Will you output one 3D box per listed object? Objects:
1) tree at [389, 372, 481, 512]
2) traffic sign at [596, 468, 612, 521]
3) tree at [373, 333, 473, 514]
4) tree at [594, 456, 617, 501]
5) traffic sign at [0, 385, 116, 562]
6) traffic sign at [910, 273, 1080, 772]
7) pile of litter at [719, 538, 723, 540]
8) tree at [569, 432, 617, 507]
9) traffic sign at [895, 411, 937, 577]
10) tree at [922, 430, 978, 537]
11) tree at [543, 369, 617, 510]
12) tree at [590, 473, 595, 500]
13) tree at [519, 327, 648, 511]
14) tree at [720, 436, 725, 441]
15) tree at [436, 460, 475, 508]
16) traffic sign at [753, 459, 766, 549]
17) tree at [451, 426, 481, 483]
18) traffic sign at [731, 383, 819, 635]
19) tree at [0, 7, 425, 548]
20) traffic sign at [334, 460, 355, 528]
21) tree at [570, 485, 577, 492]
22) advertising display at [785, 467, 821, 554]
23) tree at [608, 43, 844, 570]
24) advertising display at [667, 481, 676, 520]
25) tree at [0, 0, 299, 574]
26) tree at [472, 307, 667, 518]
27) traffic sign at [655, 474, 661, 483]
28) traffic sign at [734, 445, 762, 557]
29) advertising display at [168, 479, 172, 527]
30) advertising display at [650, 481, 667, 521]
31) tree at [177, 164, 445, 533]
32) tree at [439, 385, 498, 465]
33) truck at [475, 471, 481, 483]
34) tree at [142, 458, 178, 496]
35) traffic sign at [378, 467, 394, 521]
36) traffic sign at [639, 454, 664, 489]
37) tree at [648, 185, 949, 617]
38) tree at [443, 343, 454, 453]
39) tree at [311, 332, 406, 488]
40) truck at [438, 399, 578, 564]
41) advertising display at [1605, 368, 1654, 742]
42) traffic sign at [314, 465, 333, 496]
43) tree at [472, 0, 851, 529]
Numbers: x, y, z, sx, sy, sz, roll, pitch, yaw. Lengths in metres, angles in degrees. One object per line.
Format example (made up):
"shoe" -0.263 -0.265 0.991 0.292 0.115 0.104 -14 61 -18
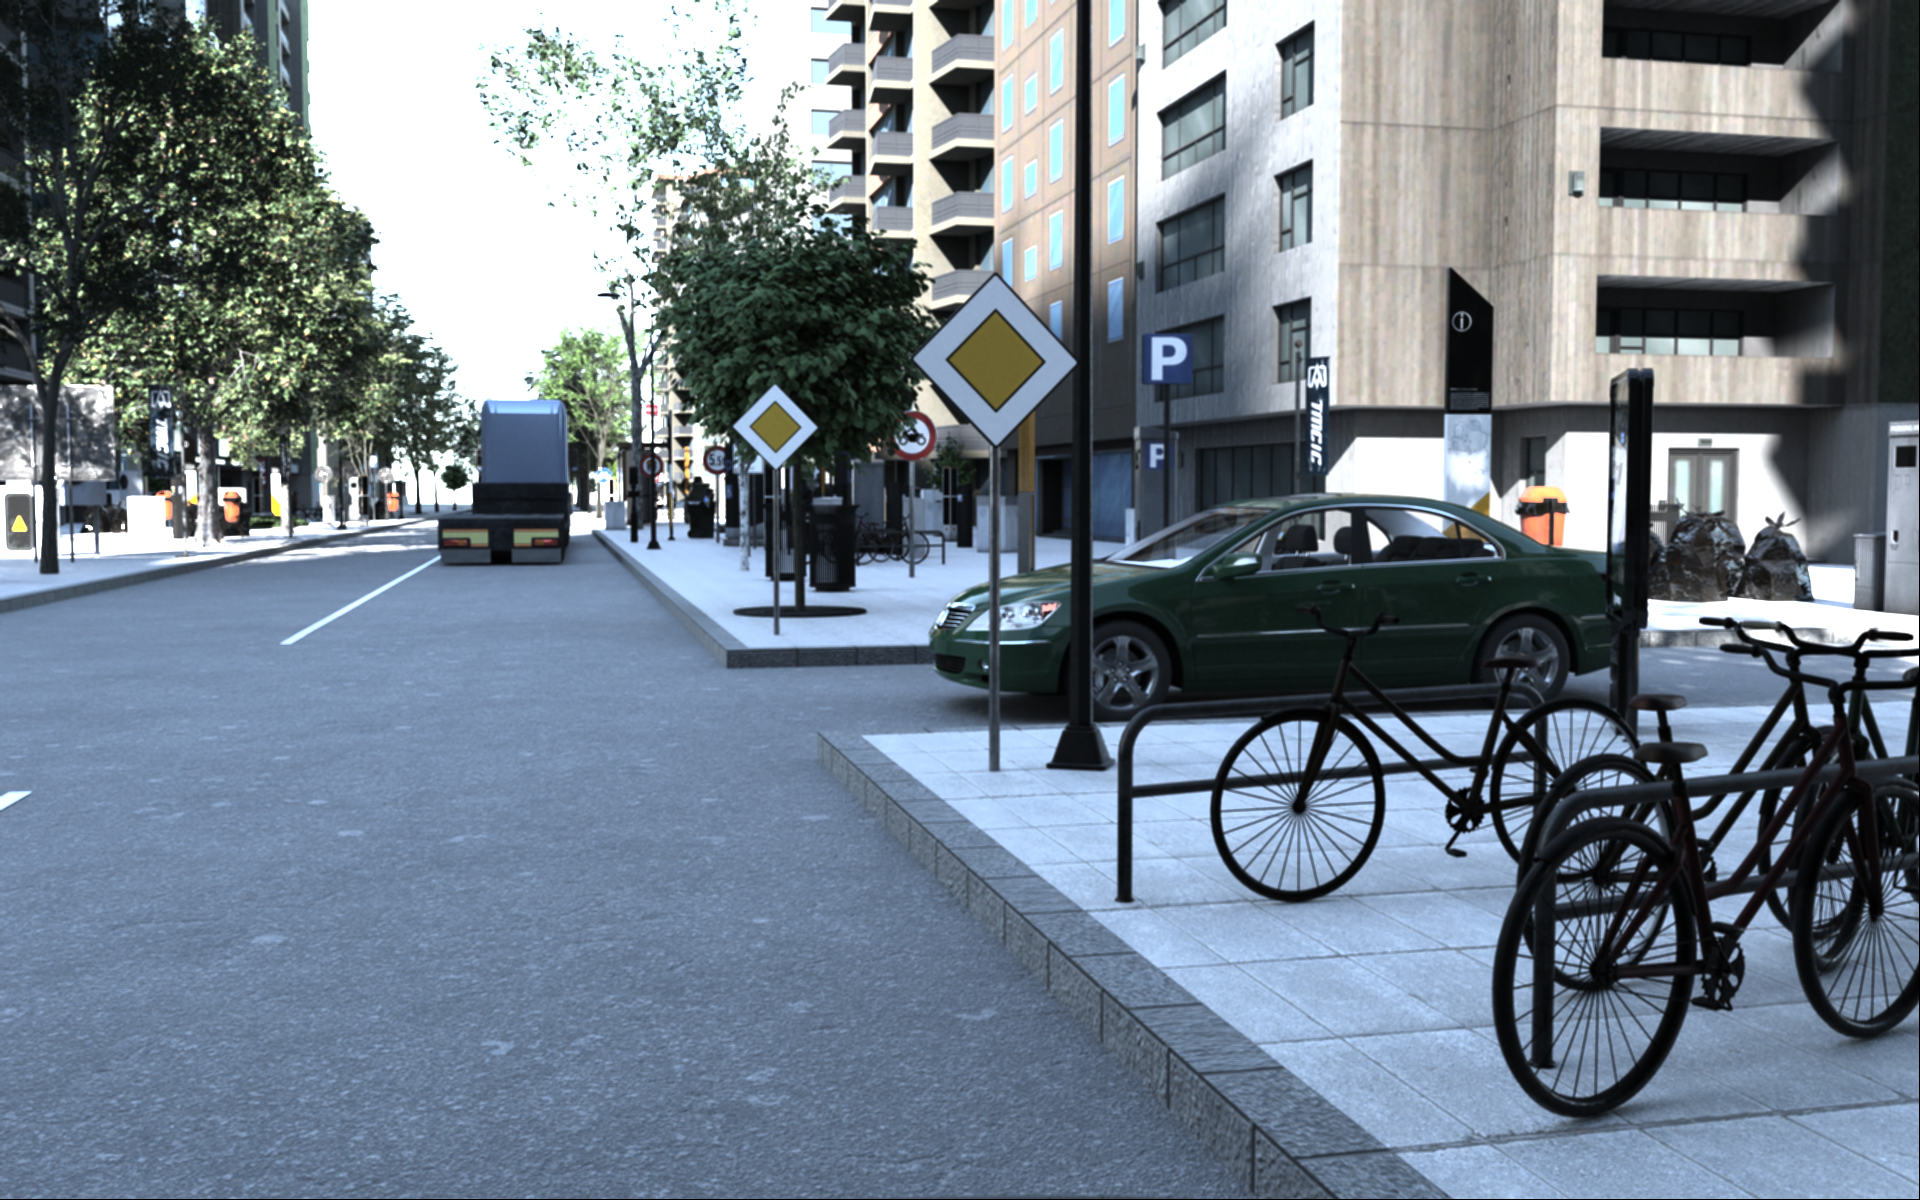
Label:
"tree" -37.630 -11.620 124.393 8.767 10.594 7.601 -1 4 -17
"traffic sign" -17.173 -5.106 83.588 0.768 2.556 0.104 -1 4 -12
"tree" -34.998 -11.331 111.022 9.928 11.665 9.643 0 3 0
"tree" -17.157 -5.636 86.748 1.663 3.219 1.824 0 3 0
"traffic sign" -17.016 -2.359 32.446 2.265 3.308 0.079 0 4 -8
"traffic sign" 0.156 -0.264 7.963 0.795 2.450 0.064 -1 4 -13
"pile of litter" -6.069 -2.149 49.108 1.719 0.858 1.176 0 4 -4
"tree" -38.148 -15.668 173.175 9.611 12.733 9.660 0 3 0
"traffic sign" -0.739 -1.621 26.604 0.768 2.556 0.104 -1 4 -10
"tree" -0.432 -3.539 52.468 1.663 3.219 1.824 0 3 0
"tree" -31.465 -13.692 141.990 7.486 12.596 7.792 0 3 0
"tree" -32.739 -9.779 154.488 1.663 3.219 1.824 0 3 0
"tree" -28.090 -13.628 129.479 9.857 13.997 8.962 0 3 0
"tree" -8.668 -7.587 74.409 4.360 8.622 3.978 0 3 0
"tree" -46.060 -10.644 157.745 4.285 4.588 4.351 0 3 0
"traffic sign" -4.796 -2.470 40.380 0.884 2.594 0.081 -1 4 -10
"tree" -49.083 -13.718 174.645 4.360 8.622 3.978 0 3 0
"traffic sign" -1.675 -0.740 15.736 0.795 2.450 0.064 -1 4 -13
"tree" -18.077 -7.607 41.377 9.611 12.733 9.660 0 3 0
"traffic sign" -23.074 -3.966 64.942 0.768 2.556 0.104 0 4 -7
"tree" -40.975 -14.525 187.848 4.360 8.622 3.978 0 3 0
"advertising display" -3.333 -1.935 36.846 0.123 1.923 0.974 3 5 40
"tree" -3.639 -4.789 28.668 4.737 8.622 4.395 0 3 0
"advertising display" -14.359 -4.943 86.032 0.123 1.923 0.974 1 4 12
"tree" -14.640 -5.680 27.276 8.767 10.594 7.601 -1 4 -12
"tree" -19.662 -10.335 94.740 9.928 11.665 9.643 0 3 0
"traffic sign" -14.586 -5.023 82.240 0.768 2.556 0.104 0 4 -6
"traffic sign" -4.320 -2.032 35.358 0.606 2.300 0.079 0 4 -7
"advertising display" -29.977 -3.765 66.768 0.123 1.923 0.974 3 5 42
"advertising display" -14.702 -4.767 83.150 0.974 1.923 0.123 0 4 5
"tree" -21.795 -8.443 56.168 7.486 12.596 7.792 0 3 0
"tree" -53.484 -17.287 193.018 12.009 13.543 11.850 0 3 0
"truck" -37.770 -9.262 140.339 2.839 4.237 11.283 -1 4 -15
"tree" -35.480 -4.987 76.134 1.663 3.219 1.824 0 3 0
"traffic sign" -27.306 -5.035 82.427 0.768 2.556 0.104 -1 4 -12
"traffic sign" -9.750 -3.345 54.804 0.768 2.556 0.104 -1 4 -11
"tree" -1.663 -2.135 18.623 4.285 4.588 4.351 0 3 0
"tree" -31.338 -10.728 93.523 7.486 12.596 7.792 0 3 0
"tree" -25.212 -7.496 72.921 4.360 8.622 3.978 0 3 0
"truck" -11.169 -3.299 43.695 2.967 4.110 18.799 -1 4 -12
"advertising display" 3.588 -0.251 9.319 0.123 1.923 0.974 1 4 15
"traffic sign" -27.975 -4.653 76.178 0.768 2.556 0.104 -1 4 -13
"tree" -10.328 -12.594 61.800 12.611 20.169 13.585 0 3 0
